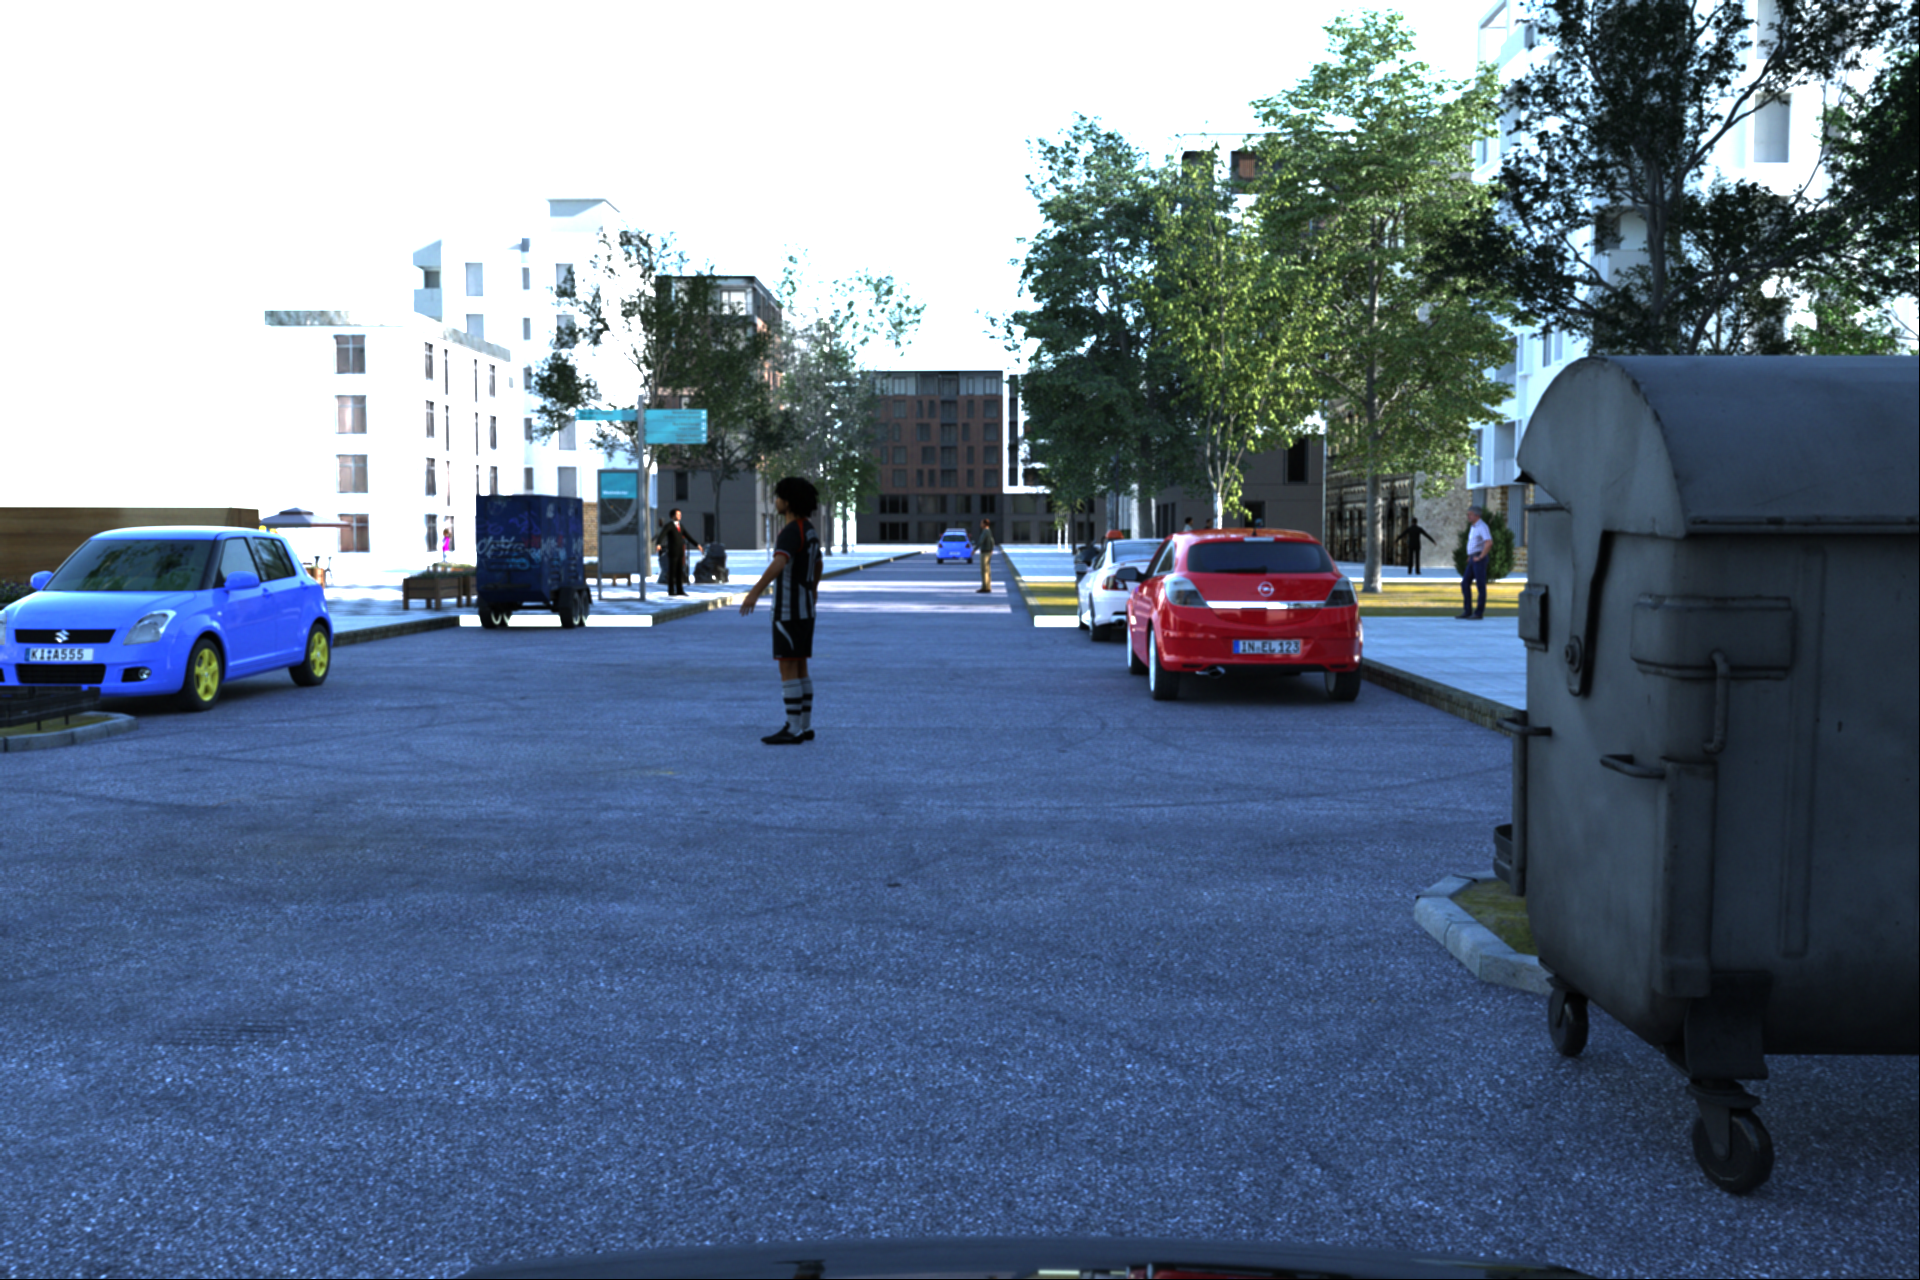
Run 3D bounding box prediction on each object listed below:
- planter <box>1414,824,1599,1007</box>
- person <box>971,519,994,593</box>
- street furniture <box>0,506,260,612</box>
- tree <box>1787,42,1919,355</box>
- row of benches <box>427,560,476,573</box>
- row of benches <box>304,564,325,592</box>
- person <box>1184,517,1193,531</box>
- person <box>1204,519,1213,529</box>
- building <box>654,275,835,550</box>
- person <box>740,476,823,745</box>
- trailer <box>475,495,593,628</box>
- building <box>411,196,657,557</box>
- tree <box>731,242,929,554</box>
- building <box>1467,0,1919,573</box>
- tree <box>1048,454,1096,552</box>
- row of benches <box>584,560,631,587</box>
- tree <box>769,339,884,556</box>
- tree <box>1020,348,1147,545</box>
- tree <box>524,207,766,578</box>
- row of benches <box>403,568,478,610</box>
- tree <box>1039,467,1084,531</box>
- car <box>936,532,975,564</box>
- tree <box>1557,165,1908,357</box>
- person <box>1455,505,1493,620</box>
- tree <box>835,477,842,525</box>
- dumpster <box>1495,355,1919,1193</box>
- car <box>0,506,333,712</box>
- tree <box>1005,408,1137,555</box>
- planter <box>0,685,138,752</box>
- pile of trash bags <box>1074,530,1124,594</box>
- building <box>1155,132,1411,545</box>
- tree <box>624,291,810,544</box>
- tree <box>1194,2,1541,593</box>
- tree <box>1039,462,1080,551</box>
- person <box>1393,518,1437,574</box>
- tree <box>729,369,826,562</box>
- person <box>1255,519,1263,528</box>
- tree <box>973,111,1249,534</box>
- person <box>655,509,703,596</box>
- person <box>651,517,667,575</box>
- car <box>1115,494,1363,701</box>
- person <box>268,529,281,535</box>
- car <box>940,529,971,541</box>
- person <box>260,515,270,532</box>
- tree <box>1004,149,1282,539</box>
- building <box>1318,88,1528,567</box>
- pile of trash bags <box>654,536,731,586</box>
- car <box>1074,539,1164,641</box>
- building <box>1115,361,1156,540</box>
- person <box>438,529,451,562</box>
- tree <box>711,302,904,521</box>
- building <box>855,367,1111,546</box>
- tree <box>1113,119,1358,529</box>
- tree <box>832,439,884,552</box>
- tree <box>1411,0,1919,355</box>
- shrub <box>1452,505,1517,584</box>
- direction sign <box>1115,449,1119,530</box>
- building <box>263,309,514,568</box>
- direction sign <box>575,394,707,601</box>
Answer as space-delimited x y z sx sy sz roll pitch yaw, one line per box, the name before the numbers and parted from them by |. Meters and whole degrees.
planter | 2.672 0.925 6.024 1.991 0.319 1.994 0 4 1
person | 0.597 -2.067 42.530 0.705 1.796 1.348 1 4 21
street furniture | -15.992 -1.343 28.811 9.812 1.723 11.010 -1 4 -10
tree | 20.107 -6.602 33.702 9.928 11.665 9.643 0 3 0
row of benches | -11.634 -1.485 39.740 1.422 0.672 4.104 -2 4 -24
row of benches | -16.056 -1.362 37.733 4.104 0.672 1.422 0 4 -7
person | 7.217 -2.951 54.436 0.705 1.806 1.347 0 4 2
person | 8.764 -3.340 60.741 0.704 1.812 1.346 3 5 40
building | -26.396 -18.921 153.340 27.936 21.610 32.646 0 4 1
person | -1.169 -0.202 11.911 0.704 1.843 1.345 1 4 14
trailer | -6.541 -1.151 25.865 1.471 1.999 3.904 0 4 1
building | -24.664 -14.801 98.422 16.016 20.090 11.380 0 4 1
tree | -8.755 -15.761 113.583 12.611 20.169 13.585 0 3 0
building | 23.674 -12.540 61.446 16.016 20.090 11.380 0 4 2
tree | 7.568 -10.791 126.788 4.360 8.622 3.978 0 3 0
row of benches | -10.040 -1.710 43.416 4.104 0.672 1.422 2 4 30
tree | -8.143 -11.212 101.435 7.486 12.596 7.792 0 3 0
tree | 6.954 -10.404 95.860 9.928 11.665 9.643 0 3 0
tree | -9.433 -7.103 50.539 8.767 10.594 7.601 2 4 35
row of benches | -8.912 -0.950 31.001 1.422 0.672 4.104 0 4 5
tree | 7.759 -10.437 121.013 4.737 8.622 4.395 0 3 0
car | -0.236 -4.579 84.450 1.945 1.707 3.694 0 4 1
tree | 19.620 -6.659 43.294 8.767 10.594 7.601 0 4 -1
person | 7.710 -1.163 26.000 0.436 1.711 0.756 0 4 5
tree | -19.147 -19.399 223.836 9.857 13.997 8.962 0 3 0
dumpster | 2.381 0.244 4.229 1.865 1.857 1.264 0 4 1
car | -6.901 -0.337 15.100 1.945 1.707 3.694 0 4 1
tree | 7.007 -10.479 105.742 8.767 10.594 7.601 0 3 0
planter | -7.015 0.547 12.204 1.991 0.319 1.994 0 4 1
pile of trash bags | 3.386 -1.672 37.082 1.912 1.369 3.447 0 4 0
building | 25.566 -15.946 104.696 27.936 21.610 32.646 0 4 1
tree | -9.447 -8.012 65.413 8.767 10.594 7.601 2 4 34
tree | 8.958 -7.347 38.243 7.486 12.596 7.792 0 3 0
tree | 7.848 -11.197 133.436 4.737 8.622 4.395 0 3 0
person | 14.465 -2.990 55.115 1.346 1.802 0.704 2 4 23
tree | -8.896 -7.816 78.160 4.360 8.622 3.978 0 3 0
person | 10.492 -3.336 60.662 0.704 1.817 1.347 -1 4 -12
tree | 6.969 -13.486 76.382 12.611 20.169 13.585 0 3 0
person | -5.855 -1.811 35.803 0.705 1.806 1.347 2 4 34
person | -9.245 -2.913 53.762 0.705 1.813 1.348 -3 5 -44
car | 2.577 -0.450 16.396 2.155 1.783 4.494 0 4 1
person | -22.911 -3.149 57.258 0.705 1.858 1.354 3 5 40
car | -0.307 -7.145 125.501 2.281 1.827 5.304 0 4 1
person | -16.478 -2.086 40.572 1.216 1.772 0.721 -3 5 -40
tree | 6.003 -9.163 56.475 9.857 13.997 8.962 0 3 0
building | 26.875 -14.927 74.982 19.493 23.208 18.063 0 4 1
pile of trash bags | -6.963 -2.122 44.448 1.912 1.369 3.447 0 4 1
car | 2.682 -0.744 24.521 2.083 1.381 4.827 0 4 1
building | 25.482 -19.449 184.455 16.747 18.905 31.486 0 4 1
person | -15.345 -2.580 51.444 0.599 1.433 0.991 0 4 -5
tree | -8.073 -11.077 91.482 12.009 13.543 11.850 0 3 0
building | 3.785 -23.105 224.192 32.646 21.610 27.936 0 4 3
tree | 4.977 -4.976 31.724 4.737 8.622 4.395 0 3 0
tree | -7.755 -10.570 123.178 4.360 8.622 3.978 0 3 0
tree | 9.393 -5.360 22.041 7.601 10.594 8.767 -1 4 -23
shrub | 13.537 -2.486 44.687 1.661 2.075 1.752 0 3 0
direction sign | 4.197 -3.323 46.334 0.379 3.537 0.876 0 4 2
building | -24.928 -8.365 78.917 9.099 9.664 28.070 0 4 1
direction sign | -6.068 -2.747 33.673 2.525 3.948 1.411 0 4 2
